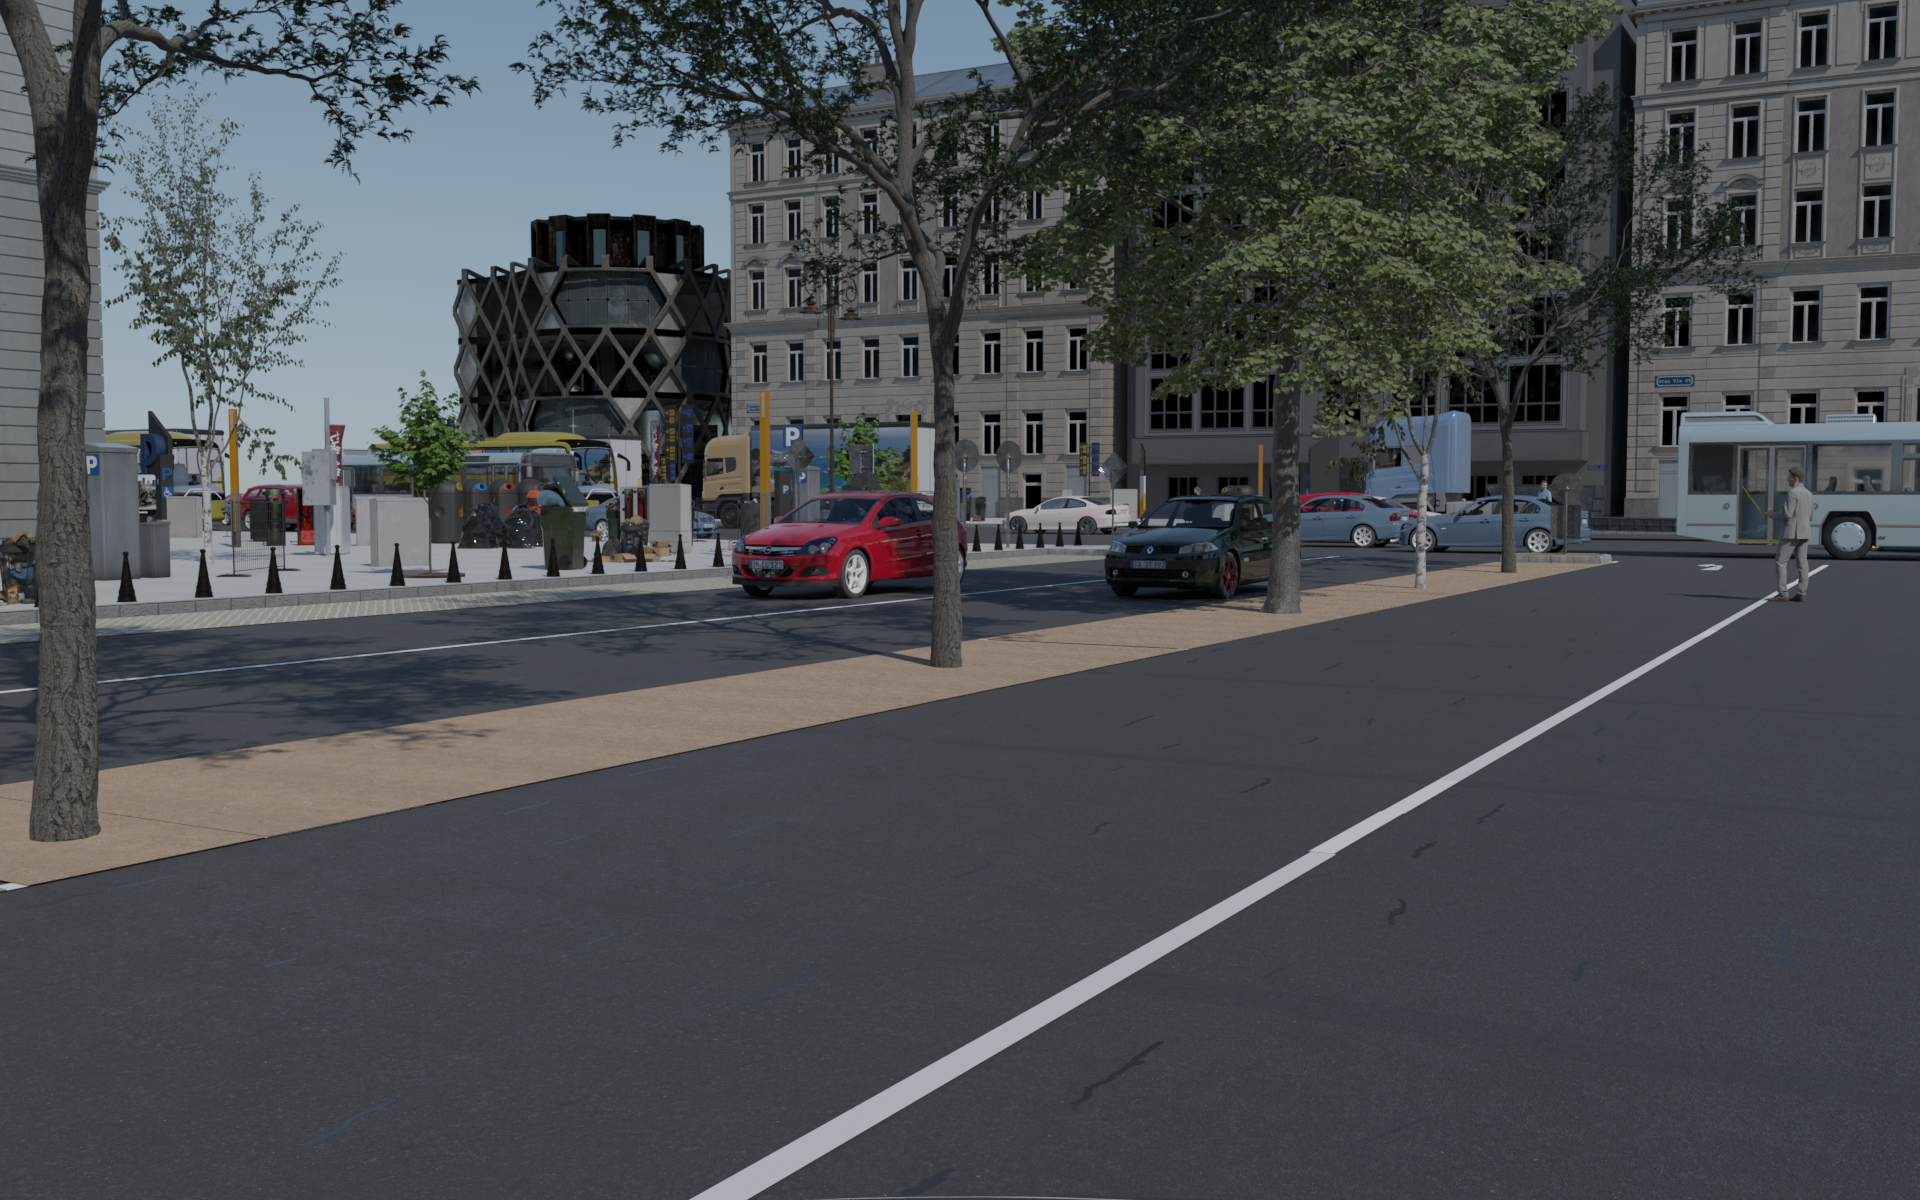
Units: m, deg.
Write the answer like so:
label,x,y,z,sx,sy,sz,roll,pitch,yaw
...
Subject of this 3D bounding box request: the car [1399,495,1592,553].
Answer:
label,x,y,z,sx,sy,sz,roll,pitch,yaw
car,12.987,-1.846,42.188,4.499,1.417,2.014,2,4,30

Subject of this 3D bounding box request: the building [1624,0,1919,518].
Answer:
label,x,y,z,sx,sy,sz,roll,pitch,yaw
building,42.874,-16.996,75.148,25.104,27.353,12.463,2,4,30

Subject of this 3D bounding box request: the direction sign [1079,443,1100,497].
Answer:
label,x,y,z,sx,sy,sz,roll,pitch,yaw
direction sign,5.686,-5.146,76.136,0.876,3.537,0.379,0,4,7

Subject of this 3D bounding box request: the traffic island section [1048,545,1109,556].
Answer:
label,x,y,z,sx,sy,sz,roll,pitch,yaw
traffic island section,3.628,-1.170,41.413,2.009,0.180,2.903,2,4,30

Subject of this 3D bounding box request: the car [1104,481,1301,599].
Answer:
label,x,y,z,sx,sy,sz,roll,pitch,yaw
car,3.584,-0.939,25.134,2.009,1.686,4.222,2,4,30

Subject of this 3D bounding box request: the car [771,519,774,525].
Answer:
label,x,y,z,sx,sy,sz,roll,pitch,yaw
car,-7.657,-4.079,76.470,4.222,1.686,2.009,2,4,31

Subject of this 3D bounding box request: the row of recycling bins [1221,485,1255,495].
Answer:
label,x,y,z,sx,sy,sz,roll,pitch,yaw
row of recycling bins,13.098,-4.552,81.539,1.069,1.692,3.534,0,4,-5

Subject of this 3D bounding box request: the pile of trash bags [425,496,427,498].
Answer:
label,x,y,z,sx,sy,sz,roll,pitch,yaw
pile of trash bags,-15.215,-2.427,49.434,3.447,1.369,1.912,-1,4,-14

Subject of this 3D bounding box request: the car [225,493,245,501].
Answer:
label,x,y,z,sx,sy,sz,roll,pitch,yaw
car,-35.951,-4.854,88.396,4.494,1.783,2.155,2,4,32

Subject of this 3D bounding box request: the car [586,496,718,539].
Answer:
label,x,y,z,sx,sy,sz,roll,pitch,yaw
car,-9.790,-2.625,54.926,4.499,1.417,2.014,2,4,28

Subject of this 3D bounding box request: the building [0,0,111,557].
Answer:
label,x,y,z,sx,sy,sz,roll,pitch,yaw
building,-33.822,-16.001,39.107,29.804,29.767,11.434,2,4,30

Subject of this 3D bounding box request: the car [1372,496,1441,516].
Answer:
label,x,y,z,sx,sy,sz,roll,pitch,yaw
car,13.329,-2.625,55.273,4.827,1.381,2.083,2,4,30

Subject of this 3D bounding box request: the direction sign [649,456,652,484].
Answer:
label,x,y,z,sx,sy,sz,roll,pitch,yaw
direction sign,-18.201,-6.742,102.229,0.379,3.537,0.876,-2,4,-27

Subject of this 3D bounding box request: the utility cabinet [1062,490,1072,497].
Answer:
label,x,y,z,sx,sy,sz,roll,pitch,yaw
utility cabinet,7.171,-6.360,112.672,1.173,1.500,0.318,3,4,38

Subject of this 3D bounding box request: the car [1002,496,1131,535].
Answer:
label,x,y,z,sx,sy,sz,roll,pitch,yaw
car,3.807,-3.068,62.518,4.827,1.381,2.083,2,4,31

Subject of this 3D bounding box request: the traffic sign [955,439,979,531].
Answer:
label,x,y,z,sx,sy,sz,roll,pitch,yaw
traffic sign,0.101,-2.455,40.243,0.768,2.556,0.104,2,4,33

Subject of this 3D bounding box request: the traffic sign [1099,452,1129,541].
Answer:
label,x,y,z,sx,sy,sz,roll,pitch,yaw
traffic sign,3.652,-2.306,41.339,0.795,2.450,0.064,2,4,30

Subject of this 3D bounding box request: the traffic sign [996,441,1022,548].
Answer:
label,x,y,z,sx,sy,sz,roll,pitch,yaw
traffic sign,1.148,-2.526,41.412,0.768,2.556,0.104,3,4,39

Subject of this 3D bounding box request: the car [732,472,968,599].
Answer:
label,x,y,z,sx,sy,sz,roll,pitch,yaw
car,-1.546,-0.993,25.279,2.155,1.783,4.494,2,4,29

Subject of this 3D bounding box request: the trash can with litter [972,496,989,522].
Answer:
label,x,y,z,sx,sy,sz,roll,pitch,yaw
trash can with litter,0.942,-4.268,81.175,0.624,1.170,1.055,1,4,18

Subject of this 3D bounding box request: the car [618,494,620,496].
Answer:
label,x,y,z,sx,sy,sz,roll,pitch,yaw
car,-14.476,-3.907,74.104,3.980,1.641,2.015,2,4,31

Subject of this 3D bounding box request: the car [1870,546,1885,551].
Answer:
label,x,y,z,sx,sy,sz,roll,pitch,yaw
car,24.512,-2.080,43.602,3.694,1.707,1.945,2,4,29

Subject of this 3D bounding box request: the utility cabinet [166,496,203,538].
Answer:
label,x,y,z,sx,sy,sz,roll,pitch,yaw
utility cabinet,-22.683,-2.417,50.682,1.020,1.237,0.306,1,4,15

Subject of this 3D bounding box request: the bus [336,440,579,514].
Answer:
label,x,y,z,sx,sy,sz,roll,pitch,yaw
bus,-20.006,-4.452,67.652,13.247,3.499,2.948,2,4,32

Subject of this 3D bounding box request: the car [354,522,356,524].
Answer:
label,x,y,z,sx,sy,sz,roll,pitch,yaw
car,-30.264,-4.265,81.529,4.920,1.459,2.131,2,4,31

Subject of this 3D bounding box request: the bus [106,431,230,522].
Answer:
label,x,y,z,sx,sy,sz,roll,pitch,yaw
bus,-34.318,-4.795,69.946,12.252,3.916,2.896,2,4,31

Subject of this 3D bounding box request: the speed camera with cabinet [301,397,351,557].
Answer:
label,x,y,z,sx,sy,sz,roll,pitch,yaw
speed camera with cabinet,-13.258,-2.561,36.206,0.660,3.252,2.038,-1,4,-9

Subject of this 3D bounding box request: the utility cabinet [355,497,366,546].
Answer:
label,x,y,z,sx,sy,sz,roll,pitch,yaw
utility cabinet,-14.350,-1.928,42.689,1.020,1.237,0.306,-1,4,-19

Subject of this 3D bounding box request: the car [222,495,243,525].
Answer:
label,x,y,z,sx,sy,sz,roll,pitch,yaw
car,-32.230,-4.133,79.581,4.499,1.417,2.014,2,4,31

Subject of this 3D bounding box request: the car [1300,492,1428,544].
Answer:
label,x,y,z,sx,sy,sz,roll,pitch,yaw
car,11.718,-2.565,50.980,4.494,1.783,2.155,2,4,31

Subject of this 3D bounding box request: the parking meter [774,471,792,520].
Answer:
label,x,y,z,sx,sy,sz,roll,pitch,yaw
parking meter,-4.435,-2.306,43.410,0.399,1.863,0.255,-3,5,-45

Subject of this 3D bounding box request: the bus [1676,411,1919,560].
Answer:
label,x,y,z,sx,sy,sz,roll,pitch,yaw
bus,22.525,-2.568,36.848,13.247,3.499,2.948,2,4,29

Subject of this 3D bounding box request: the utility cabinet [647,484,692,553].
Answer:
label,x,y,z,sx,sy,sz,roll,pitch,yaw
utility cabinet,-6.307,-1.779,37.767,0.318,1.500,1.173,-3,5,-44

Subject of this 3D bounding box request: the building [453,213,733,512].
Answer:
label,x,y,z,sx,sy,sz,roll,pitch,yaw
building,-22.538,-15.111,114.517,16.811,18.784,16.820,2,4,30

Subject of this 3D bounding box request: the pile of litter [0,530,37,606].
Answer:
label,x,y,z,sx,sy,sz,roll,pitch,yaw
pile of litter,-11.395,-0.396,20.444,1.176,0.858,1.719,0,4,1

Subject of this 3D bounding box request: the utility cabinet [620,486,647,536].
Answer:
label,x,y,z,sx,sy,sz,roll,pitch,yaw
utility cabinet,-8.474,-2.291,46.133,1.173,1.500,0.318,1,4,22

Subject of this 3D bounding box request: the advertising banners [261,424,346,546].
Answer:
label,x,y,z,sx,sy,sz,roll,pitch,yaw
advertising banners,-16.300,-2.869,43.097,2.074,3.025,0.090,-3,4,-37

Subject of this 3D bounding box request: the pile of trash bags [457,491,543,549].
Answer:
label,x,y,z,sx,sy,sz,roll,pitch,yaw
pile of trash bags,-10.811,-1.980,42.118,1.912,1.369,3.447,0,4,6

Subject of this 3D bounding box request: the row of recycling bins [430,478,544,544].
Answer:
label,x,y,z,sx,sy,sz,roll,pitch,yaw
row of recycling bins,-12.556,-2.382,46.061,1.069,1.692,3.534,3,4,38

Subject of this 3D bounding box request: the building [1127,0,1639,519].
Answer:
label,x,y,z,sx,sy,sz,roll,pitch,yaw
building,21.690,-18.003,87.856,24.014,27.812,14.314,2,4,30

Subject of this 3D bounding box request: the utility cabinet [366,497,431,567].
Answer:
label,x,y,z,sx,sy,sz,roll,pitch,yaw
utility cabinet,-9.943,-1.200,30.776,1.020,1.237,0.306,-3,5,-44

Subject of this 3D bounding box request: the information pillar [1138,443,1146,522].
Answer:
label,x,y,z,sx,sy,sz,roll,pitch,yaw
information pillar,8.337,-5.364,79.060,0.183,3.616,0.504,-1,4,-15

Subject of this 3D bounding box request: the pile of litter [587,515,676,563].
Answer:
label,x,y,z,sx,sy,sz,roll,pitch,yaw
pile of litter,-6.184,-1.151,32.778,1.719,0.858,1.176,0,4,6

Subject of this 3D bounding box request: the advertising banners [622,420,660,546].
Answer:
label,x,y,z,sx,sy,sz,roll,pitch,yaw
advertising banners,-7.655,-2.779,41.630,0.090,3.025,2.074,-2,4,-35

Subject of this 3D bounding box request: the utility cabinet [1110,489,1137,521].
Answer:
label,x,y,z,sx,sy,sz,roll,pitch,yaw
utility cabinet,7.394,-4.249,78.147,1.173,1.500,0.318,1,4,16

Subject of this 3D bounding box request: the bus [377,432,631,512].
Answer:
label,x,y,z,sx,sy,sz,roll,pitch,yaw
bus,-19.038,-4.837,70.635,12.252,3.916,2.896,2,4,31

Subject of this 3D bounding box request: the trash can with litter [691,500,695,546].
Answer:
label,x,y,z,sx,sy,sz,roll,pitch,yaw
trash can with litter,-6.917,-1.902,42.483,0.624,1.170,1.055,-2,4,-33

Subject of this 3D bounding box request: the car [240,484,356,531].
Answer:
label,x,y,z,sx,sy,sz,roll,pitch,yaw
car,-25.697,-3.577,67.157,5.304,1.827,2.281,2,4,29

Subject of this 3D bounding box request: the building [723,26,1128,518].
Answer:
label,x,y,z,sx,sy,sz,roll,pitch,yaw
building,-0.048,-18.474,99.308,25.104,27.353,12.463,2,4,30

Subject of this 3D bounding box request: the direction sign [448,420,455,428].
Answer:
label,x,y,z,sx,sy,sz,roll,pitch,yaw
direction sign,-15.507,-3.686,52.271,0.876,3.537,0.379,3,4,36

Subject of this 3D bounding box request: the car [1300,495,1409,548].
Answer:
label,x,y,z,sx,sy,sz,roll,pitch,yaw
car,10.007,-2.156,47.257,4.499,1.417,2.014,2,4,29

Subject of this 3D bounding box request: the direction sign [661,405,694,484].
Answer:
label,x,y,z,sx,sy,sz,roll,pitch,yaw
direction sign,-7.140,-3.185,44.079,0.876,3.537,0.379,2,4,27

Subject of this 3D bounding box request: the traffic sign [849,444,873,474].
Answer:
label,x,y,z,sx,sy,sz,roll,pitch,yaw
traffic sign,-2.053,-2.064,35.869,0.606,2.300,0.079,2,4,33

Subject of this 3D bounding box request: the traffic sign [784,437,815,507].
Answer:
label,x,y,z,sx,sy,sz,roll,pitch,yaw
traffic sign,-3.260,-2.069,35.017,0.795,2.450,0.064,2,4,32

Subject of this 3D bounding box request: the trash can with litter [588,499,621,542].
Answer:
label,x,y,z,sx,sy,sz,roll,pitch,yaw
trash can with litter,-9.535,-2.167,46.811,1.055,1.170,0.624,0,4,-7

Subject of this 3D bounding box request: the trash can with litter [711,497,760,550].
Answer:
label,x,y,z,sx,sy,sz,roll,pitch,yaw
trash can with litter,-4.489,-1.764,39.904,2.233,1.210,1.678,1,4,16
